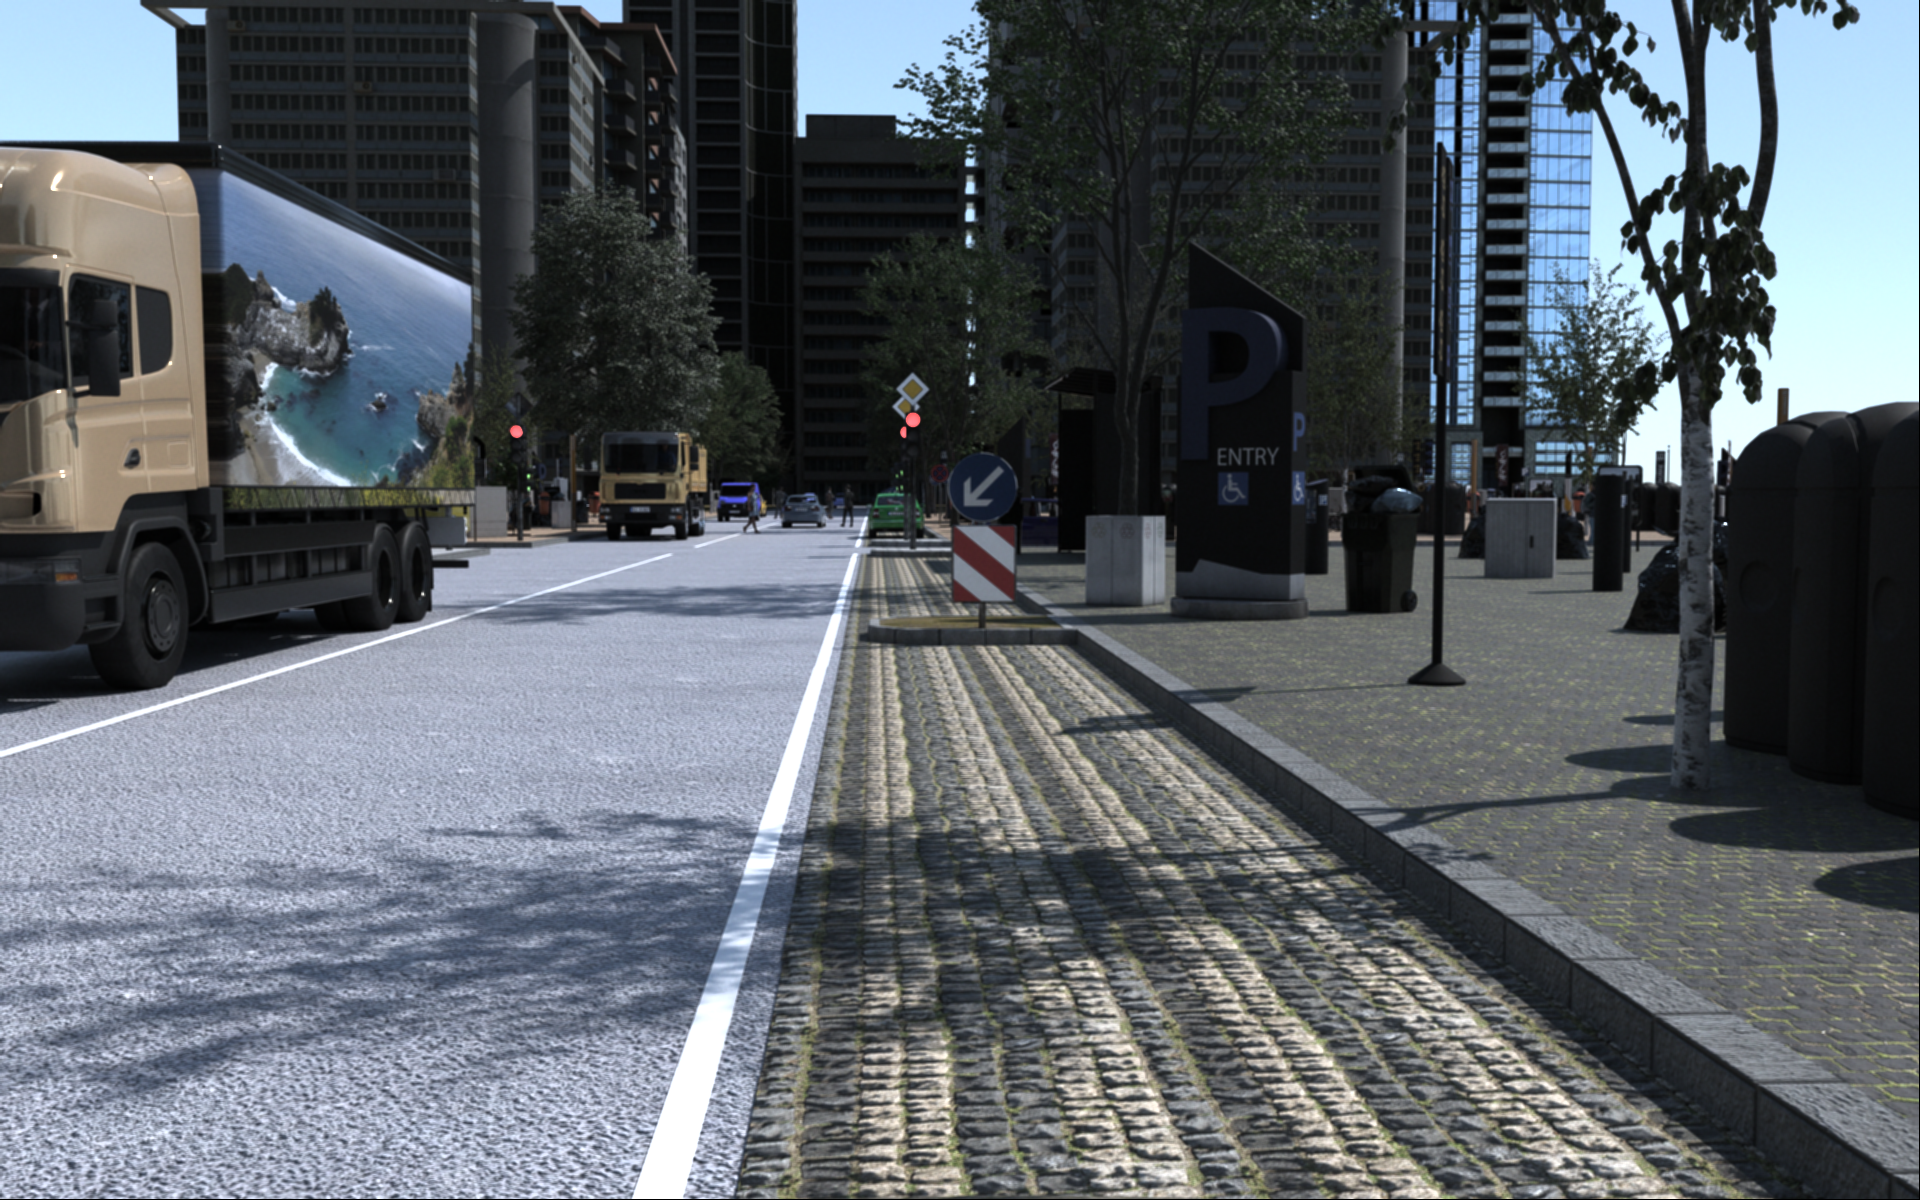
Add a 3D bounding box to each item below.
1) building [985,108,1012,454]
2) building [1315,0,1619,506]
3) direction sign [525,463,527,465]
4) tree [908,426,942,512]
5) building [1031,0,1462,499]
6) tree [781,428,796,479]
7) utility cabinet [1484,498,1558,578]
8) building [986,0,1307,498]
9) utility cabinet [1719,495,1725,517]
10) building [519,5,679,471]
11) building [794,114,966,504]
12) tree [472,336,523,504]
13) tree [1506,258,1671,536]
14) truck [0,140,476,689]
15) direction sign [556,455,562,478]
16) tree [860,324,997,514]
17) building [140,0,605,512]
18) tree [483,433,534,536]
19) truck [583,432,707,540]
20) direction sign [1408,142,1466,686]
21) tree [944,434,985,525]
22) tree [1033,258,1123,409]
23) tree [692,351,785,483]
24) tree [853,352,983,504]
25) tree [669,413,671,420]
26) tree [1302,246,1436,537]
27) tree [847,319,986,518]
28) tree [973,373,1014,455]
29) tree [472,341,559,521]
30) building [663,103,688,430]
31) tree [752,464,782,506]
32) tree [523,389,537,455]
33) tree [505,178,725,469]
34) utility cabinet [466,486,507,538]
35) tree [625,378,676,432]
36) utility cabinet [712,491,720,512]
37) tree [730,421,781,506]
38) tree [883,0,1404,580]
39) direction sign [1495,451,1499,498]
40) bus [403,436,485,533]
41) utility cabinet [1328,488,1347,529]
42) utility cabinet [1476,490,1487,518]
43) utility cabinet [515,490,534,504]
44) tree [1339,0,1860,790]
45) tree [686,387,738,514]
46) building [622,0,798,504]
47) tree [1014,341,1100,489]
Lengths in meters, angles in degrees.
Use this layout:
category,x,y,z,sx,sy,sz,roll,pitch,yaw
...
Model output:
category,x,y,z,sx,sy,sz,roll,pitch,yaw
building,9.551,-30.583,183.628,14.154,41.232,14.086,0,4,-3
building,51.785,-53.136,181.443,31.000,86.520,22.319,0,4,-3
direction sign,-23.562,-6.172,92.903,0.876,3.537,0.379,2,4,24
tree,-2.591,-10.607,123.791,4.737,8.622,4.395,0,3,0
building,20.126,-27.258,137.557,32.217,40.220,23.993,0,4,-3
tree,-19.527,-14.215,182.772,4.360,8.622,3.978,0,3,0
utility cabinet,8.638,-0.950,26.689,1.020,1.237,0.306,2,4,29
building,16.910,-35.084,162.866,28.713,52.752,27.495,0,4,-3
utility cabinet,33.773,-4.056,77.479,0.306,1.237,1.020,-2,4,-34
building,-37.795,-30.865,159.265,22.147,44.769,28.867,0,4,-3
building,-10.345,-36.765,224.808,21.600,48.544,21.300,0,4,-3
tree,-22.511,-7.765,77.317,4.360,8.622,3.978,0,3,0
tree,19.131,-6.297,53.318,4.737,8.622,4.395,0,3,0
truck,-7.138,-1.661,16.073,2.839,4.237,11.283,0,4,-1
direction sign,-23.505,-6.704,101.605,0.379,3.537,0.876,-3,4,-36
tree,-2.009,-12.057,114.141,9.611,12.733,9.660,0,3,0
building,-41.294,-26.969,132.816,32.217,40.220,23.993,0,4,-3
tree,-13.665,-3.574,53.033,1.663,3.219,1.824,0,3,0
truck,-9.907,-3.691,56.279,3.469,3.379,9.791,0,4,-3
direction sign,3.233,-1.201,11.640,0.379,3.537,0.876,1,4,21
tree,0.442,-3.743,55.797,1.663,3.219,1.824,0,3,0
tree,4.649,-6.225,52.149,4.360,8.622,3.978,0,3,0
tree,-17.717,-13.412,137.415,7.486,12.596,7.792,0,3,0
tree,-3.410,-13.800,135.994,12.009,13.543,11.850,0,3,0
tree,-17.191,-12.062,122.971,9.928,11.665,9.643,0,3,0
tree,11.280,-6.187,51.519,4.737,8.622,4.395,0,3,0
tree,-2.002,-9.658,92.316,7.601,10.594,8.767,1,4,20
tree,2.573,-9.271,101.943,4.737,8.622,4.395,0,3,0
tree,-21.491,-8.101,82.821,4.737,8.622,4.395,0,3,0
building,-36.078,-30.523,182.637,14.086,41.232,14.154,0,4,-3
tree,-18.996,-11.326,168.891,4.285,4.588,4.351,0,3,0
tree,-29.850,-10.064,114.914,4.360,8.622,3.978,0,3,0
tree,-13.752,-10.004,70.226,9.857,13.997,8.962,0,3,0
utility cabinet,-13.870,-2.570,50.694,1.173,1.500,0.318,-3,5,-42
tree,-19.541,-9.616,107.590,4.360,8.622,3.978,0,3,0
utility cabinet,-16.780,-6.818,120.151,0.318,1.500,1.173,3,4,37
tree,-18.960,-12.524,155.122,4.360,8.622,3.978,0,3,0
tree,2.546,-6.104,25.554,9.928,11.665,9.643,0,3,0
direction sign,28.493,-6.098,91.701,0.379,3.537,0.876,0,4,-3
bus,-18.423,-3.178,43.513,12.252,3.916,2.896,0,4,-4
utility cabinet,13.486,-3.291,62.493,1.173,1.500,0.318,2,4,30
utility cabinet,26.570,-4.870,88.309,0.318,1.500,1.173,0,4,-1
utility cabinet,-23.035,-5.075,91.648,1.173,1.500,0.318,3,4,38
tree,2.960,-3.483,7.317,4.360,8.622,3.978,0,3,0
tree,-16.656,-10.009,114.002,4.737,8.622,4.395,0,3,0
building,-31.346,-47.906,221.519,20.611,71.187,20.563,0,4,-3
tree,5.022,-8.156,83.705,4.737,8.622,4.395,0,3,0
